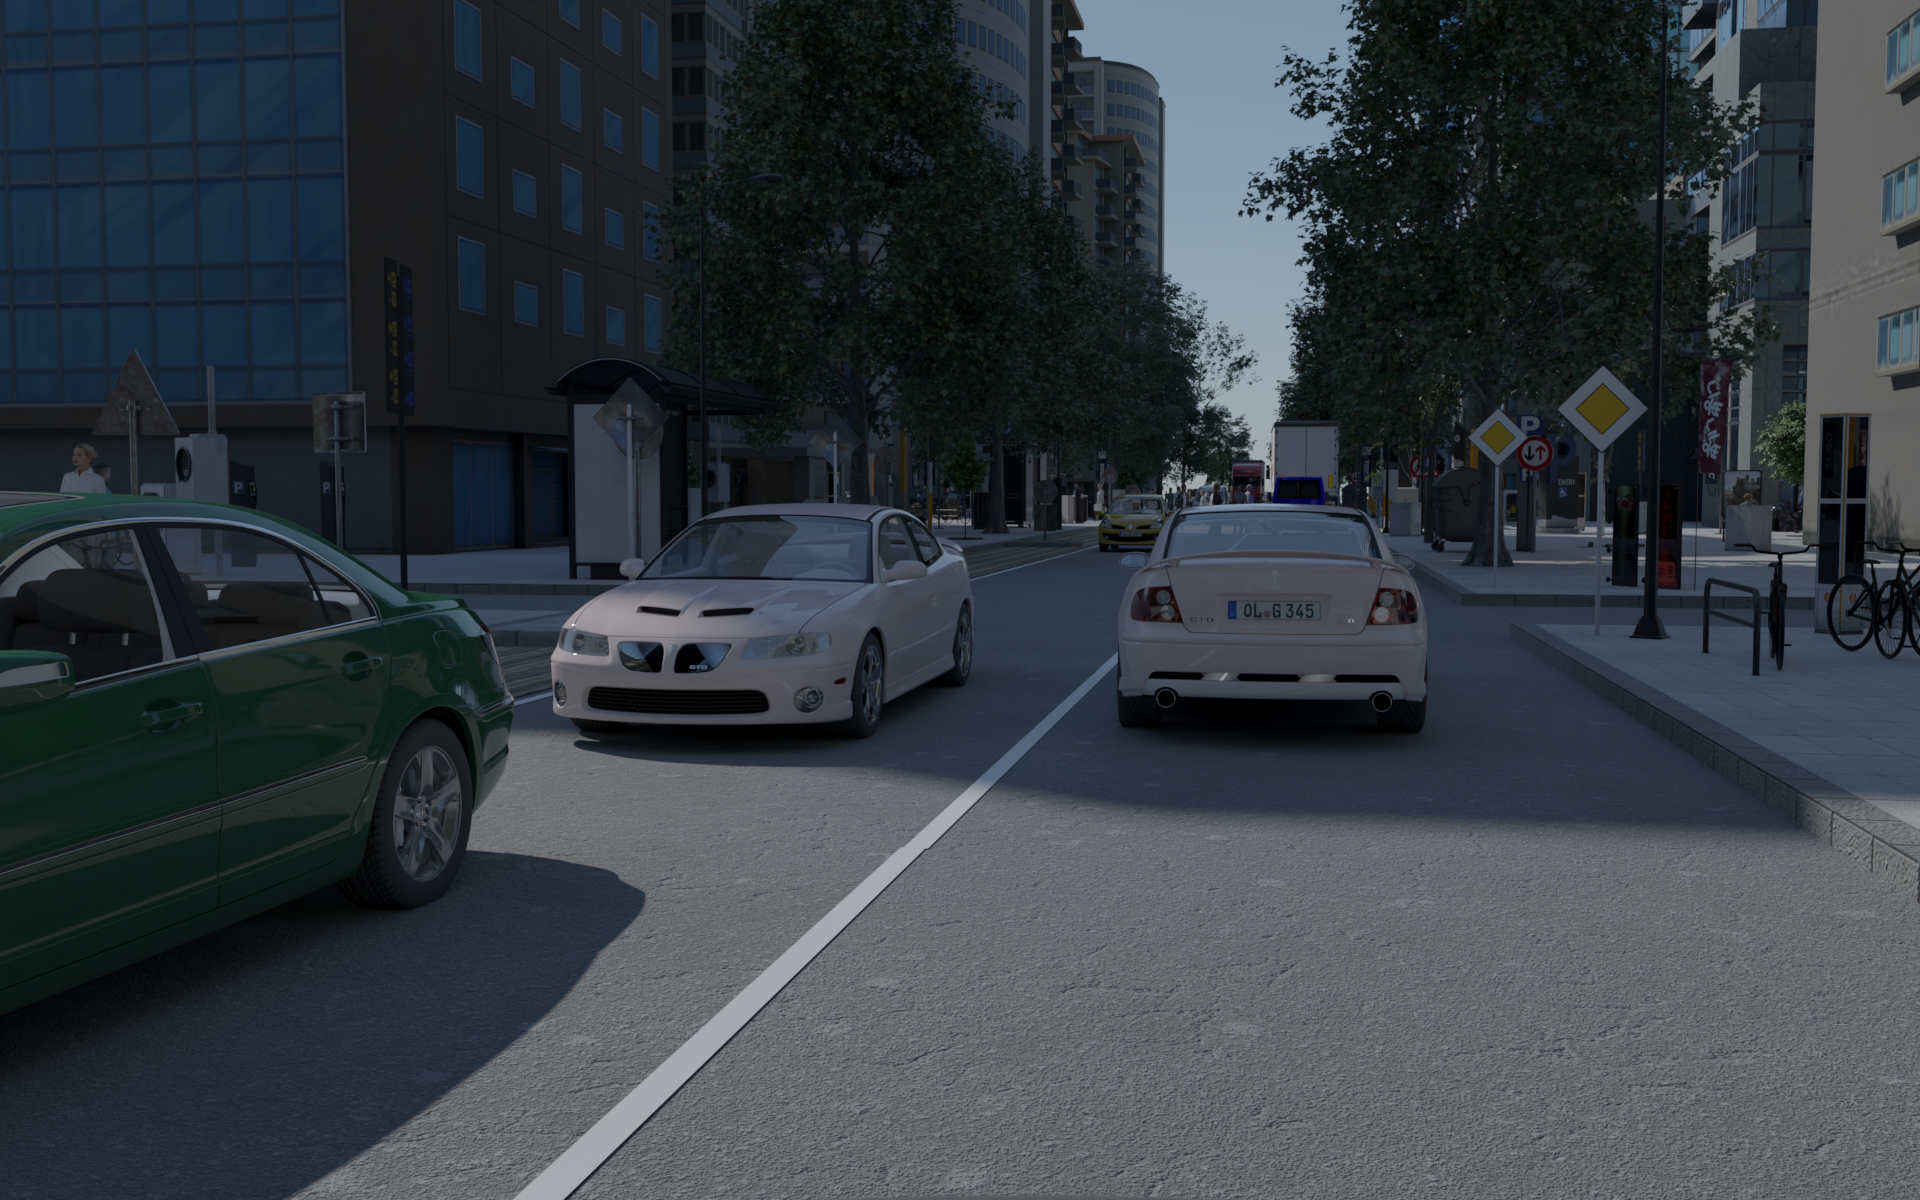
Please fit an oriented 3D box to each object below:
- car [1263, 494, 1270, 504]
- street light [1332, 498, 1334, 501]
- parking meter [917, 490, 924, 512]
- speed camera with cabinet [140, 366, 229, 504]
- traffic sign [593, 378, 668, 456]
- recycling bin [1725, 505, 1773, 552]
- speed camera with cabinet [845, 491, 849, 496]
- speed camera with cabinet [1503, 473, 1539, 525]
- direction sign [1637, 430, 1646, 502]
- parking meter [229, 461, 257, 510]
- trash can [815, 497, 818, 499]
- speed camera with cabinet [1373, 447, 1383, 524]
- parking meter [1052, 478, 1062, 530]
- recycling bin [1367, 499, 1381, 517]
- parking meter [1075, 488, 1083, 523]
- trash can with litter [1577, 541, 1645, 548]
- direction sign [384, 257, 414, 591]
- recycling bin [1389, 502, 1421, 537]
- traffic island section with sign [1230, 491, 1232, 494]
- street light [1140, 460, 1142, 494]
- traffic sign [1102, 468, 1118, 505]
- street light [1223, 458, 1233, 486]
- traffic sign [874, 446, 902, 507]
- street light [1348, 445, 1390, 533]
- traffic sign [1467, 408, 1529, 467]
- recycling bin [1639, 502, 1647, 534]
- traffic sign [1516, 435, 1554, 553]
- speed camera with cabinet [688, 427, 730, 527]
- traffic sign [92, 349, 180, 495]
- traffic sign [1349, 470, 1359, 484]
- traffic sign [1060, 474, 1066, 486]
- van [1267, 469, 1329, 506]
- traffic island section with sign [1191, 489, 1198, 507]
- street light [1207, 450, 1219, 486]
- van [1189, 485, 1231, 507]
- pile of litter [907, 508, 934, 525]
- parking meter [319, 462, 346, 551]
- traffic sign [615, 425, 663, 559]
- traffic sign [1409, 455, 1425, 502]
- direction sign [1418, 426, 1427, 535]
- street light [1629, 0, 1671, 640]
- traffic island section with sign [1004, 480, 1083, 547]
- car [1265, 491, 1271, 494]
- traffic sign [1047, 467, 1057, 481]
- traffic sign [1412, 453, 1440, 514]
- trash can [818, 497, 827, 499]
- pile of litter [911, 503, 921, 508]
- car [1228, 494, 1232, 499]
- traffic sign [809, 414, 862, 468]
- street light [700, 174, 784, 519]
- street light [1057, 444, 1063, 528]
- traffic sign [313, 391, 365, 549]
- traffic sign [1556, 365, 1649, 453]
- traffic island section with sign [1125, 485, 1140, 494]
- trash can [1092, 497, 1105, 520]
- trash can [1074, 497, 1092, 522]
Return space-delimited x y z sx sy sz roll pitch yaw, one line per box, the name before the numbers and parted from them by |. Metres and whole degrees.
car | 34.800 -11.398 196.572 2.015 1.641 3.980 1 4 11
street light | 21.093 -7.572 96.347 1.470 5.913 1.316 1 4 11
parking meter | -2.296 -5.596 99.911 0.372 1.533 0.369 0 3 0
speed camera with cabinet | -12.179 -2.007 27.143 2.038 3.252 0.660 3 5 44
traffic sign | -3.320 -0.931 17.406 0.795 2.593 0.064 1 4 11
recycling bin | 17.771 -1.619 39.028 0.722 1.027 0.722 -2 4 -31
speed camera with cabinet | -6.433 -6.633 102.791 2.038 3.252 0.660 0 4 5
speed camera with cabinet | 23.781 -4.770 72.326 2.038 3.252 0.660 3 5 43
direction sign | 24.131 -4.245 61.405 0.379 3.537 0.876 3 4 37
parking meter | -12.648 -1.521 30.576 0.399 1.863 0.255 0 4 6
trash can | -7.983 -5.101 95.062 0.748 1.137 0.748 0 3 0
speed camera with cabinet | 18.384 -4.801 72.826 0.660 3.252 2.038 -3 5 -39
parking meter | 3.468 -3.430 61.794 0.255 1.863 0.399 -1 4 -15
recycling bin | 22.978 -5.136 96.523 0.722 1.027 0.722 3 4 39
parking meter | 5.239 -4.146 76.206 0.372 1.533 0.369 0 3 0
trash can with litter | 15.715 -1.888 41.923 2.233 1.210 1.678 -2 4 -26
direction sign | -5.492 -1.531 17.032 0.379 3.537 0.876 0 4 -3
recycling bin | 13.566 -2.459 52.760 0.722 1.027 0.722 3 5 41
traffic island section with sign | 37.339 -13.592 230.861 1.989 1.847 2.006 1 4 11
street light | 11.066 -7.830 100.554 1.470 5.913 1.316 1 4 11
traffic sign | 7.226 -5.101 83.504 0.768 2.556 0.104 1 4 20
street light | 34.327 -15.273 222.261 1.470 5.913 1.316 1 4 11
traffic sign | -1.929 -2.822 46.246 0.768 2.556 0.104 1 4 12
street light | 13.428 -5.142 56.607 1.470 5.913 1.316 1 4 11
traffic sign | 7.301 -1.303 23.496 0.795 2.593 0.064 1 4 11
recycling bin | 21.831 -2.659 56.023 0.722 1.027 0.722 0 4 4
traffic sign | 12.480 -2.296 37.645 0.768 2.556 0.104 1 4 18
speed camera with cabinet | -7.789 -3.482 51.265 2.038 3.252 0.660 2 4 31
traffic sign | -7.414 -0.952 15.573 0.884 2.594 0.081 1 4 12
traffic sign | 20.780 -5.543 90.728 0.768 2.556 0.104 1 4 18
traffic sign | 4.955 -5.142 86.199 0.606 2.300 0.079 1 4 11
van | 12.151 -3.539 62.244 2.240 2.365 5.245 1 4 10
traffic island section with sign | 16.759 -6.991 122.931 1.989 1.847 2.006 1 4 11
street light | 26.605 -12.843 182.531 1.470 5.913 1.316 1 4 11
van | 12.021 -4.645 82.961 2.013 2.044 4.112 1 4 12
pile of litter | -1.262 -1.749 42.559 1.176 0.858 1.719 0 4 6
parking meter | -11.273 -1.555 31.142 0.399 1.863 0.255 2 4 26
traffic sign | -4.705 -1.540 25.290 0.768 2.556 0.104 1 4 11
traffic sign | 14.922 -3.424 56.082 0.768 2.556 0.104 1 4 11
direction sign | 14.359 -3.781 53.809 0.379 3.537 0.876 2 4 31
street light | 5.621 -2.620 15.372 1.470 5.913 1.316 1 4 11
traffic island section with sign | 2.324 -2.360 47.211 1.989 1.847 2.006 1 4 11
car | 43.858 -14.537 246.348 2.281 1.827 5.304 1 4 10
traffic sign | 4.304 -4.949 81.025 0.768 2.556 0.104 1 4 15
traffic sign | 14.684 -3.336 54.549 0.884 2.594 0.081 1 4 12
trash can | -6.996 -4.980 93.079 0.748 1.137 0.748 0 3 0
pile of litter | -2.215 -4.482 87.247 1.719 0.858 1.176 1 4 18
car | 30.658 -11.349 194.346 1.959 1.807 4.718 1 4 11
traffic sign | -1.825 -1.410 25.250 0.795 2.593 0.064 1 4 11
street light | -3.245 -3.231 25.371 1.470 5.913 1.316 1 4 11
street light | 4.252 -5.672 65.286 1.470 5.913 1.316 1 4 11
traffic sign | -6.223 -0.932 17.367 0.606 2.300 0.079 1 4 17
traffic sign | 5.806 -0.823 15.652 0.795 2.593 0.064 1 4 11
traffic island section with sign | 7.366 -3.979 73.692 1.989 1.847 2.006 1 4 11
trash can | 6.863 -4.559 86.186 0.748 1.137 0.748 0 3 0
trash can | 5.455 -4.083 78.404 0.748 1.137 0.748 0 3 0
